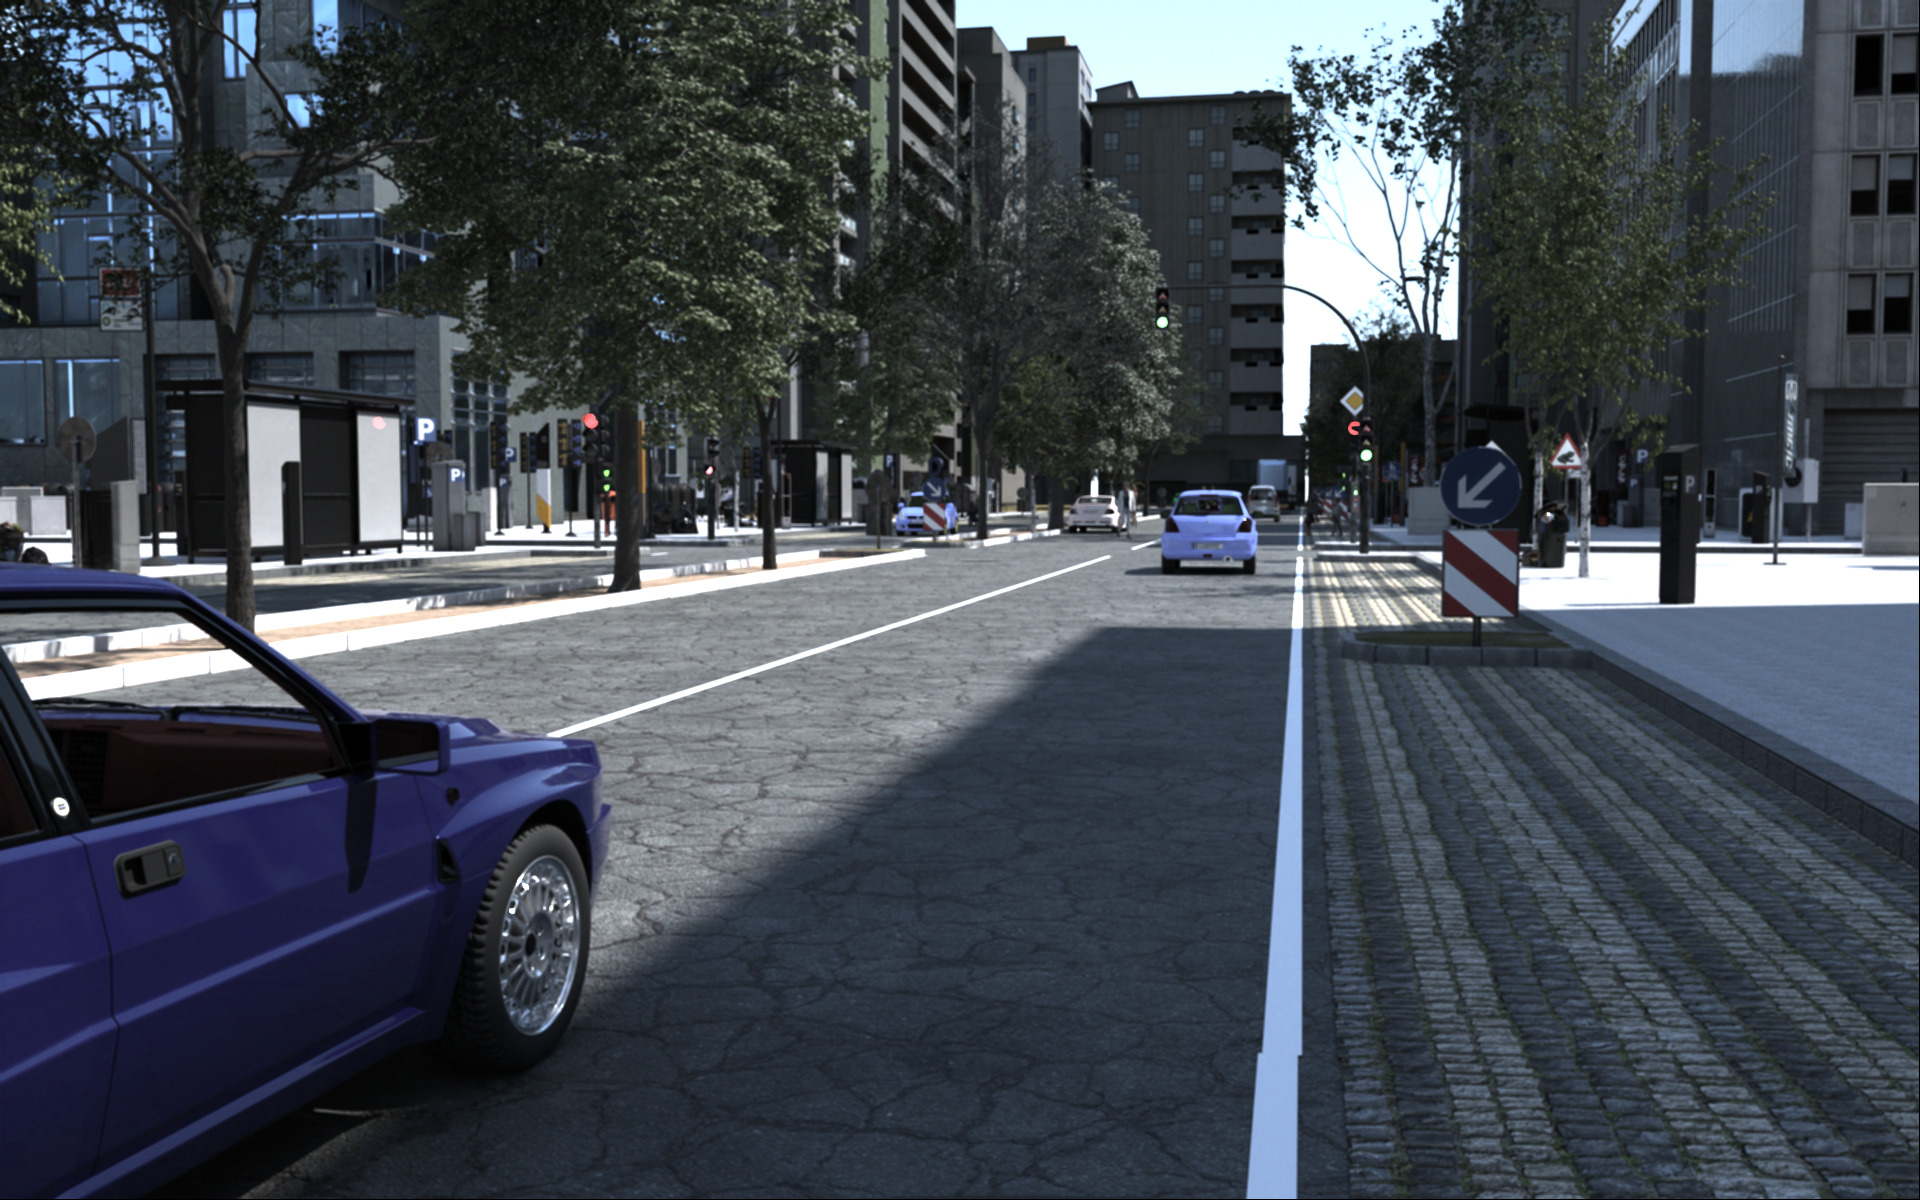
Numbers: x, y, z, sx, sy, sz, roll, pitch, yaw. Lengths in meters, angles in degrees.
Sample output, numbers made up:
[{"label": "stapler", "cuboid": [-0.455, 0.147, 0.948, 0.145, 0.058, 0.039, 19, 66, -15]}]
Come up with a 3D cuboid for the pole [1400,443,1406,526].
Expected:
[{"label": "pole", "cuboid": [17.557, -4.576, 68.666, 0.158, 3.312, 0.155, 0, 3, 0]}]

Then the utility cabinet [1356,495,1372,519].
[{"label": "utility cabinet", "cuboid": [20.825, -4.788, 89.451, 0.306, 1.237, 1.020, -2, 4, -24]}]

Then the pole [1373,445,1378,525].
[{"label": "pole", "cuboid": [17.402, -4.811, 72.499, 0.158, 3.312, 0.155, 0, 3, 0]}]

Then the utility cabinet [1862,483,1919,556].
[{"label": "utility cabinet", "cuboid": [19.144, -1.635, 35.419, 1.173, 1.500, 0.318, 1, 4, 16]}]

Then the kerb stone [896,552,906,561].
[{"label": "kerb stone", "cuboid": [-1.386, -0.933, 37.466, 0.120, 0.150, 1.000, 1, 4, 11]}]

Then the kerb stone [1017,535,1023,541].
[{"label": "kerb stone", "cuboid": [1.707, -1.892, 53.124, 0.120, 0.150, 1.000, 1, 4, 11]}]

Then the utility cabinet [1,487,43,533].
[{"label": "utility cabinet", "cuboid": [-30.502, -2.916, 56.355, 1.173, 1.500, 0.318, -1, 4, -17]}]

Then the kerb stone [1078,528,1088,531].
[{"label": "kerb stone", "cuboid": [4.883, -2.875, 69.241, 0.120, 0.150, 1.000, 1, 4, 11]}]

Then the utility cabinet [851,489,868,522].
[{"label": "utility cabinet", "cuboid": [-4.724, -4.353, 79.857, 1.173, 1.500, 0.318, -1, 4, -9]}]

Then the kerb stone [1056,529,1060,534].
[{"label": "kerb stone", "cuboid": [3.300, -2.383, 61.190, 0.120, 0.150, 1.000, 1, 4, 11]}]

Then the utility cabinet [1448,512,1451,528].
[{"label": "utility cabinet", "cuboid": [17.827, -3.446, 65.025, 1.173, 1.500, 0.318, 2, 4, 31]}]

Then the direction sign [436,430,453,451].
[{"label": "direction sign", "cuboid": [-18.303, -4.241, 61.341, 0.876, 3.537, 0.379, 2, 4, 25]}]

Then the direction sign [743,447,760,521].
[{"label": "direction sign", "cuboid": [-10.060, -5.603, 83.604, 0.876, 3.537, 0.379, -1, 4, -22]}]

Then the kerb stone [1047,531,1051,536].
[{"label": "kerb stone", "cuboid": [2.902, -2.262, 59.184, 0.120, 0.150, 1.000, 1, 4, 11]}]

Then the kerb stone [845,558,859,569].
[{"label": "kerb stone", "cuboid": [-2.179, -0.688, 33.448, 0.120, 0.150, 1.000, 1, 4, 11]}]

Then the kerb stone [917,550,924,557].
[{"label": "kerb stone", "cuboid": [-0.981, -1.057, 39.476, 0.120, 0.150, 1.000, 1, 4, 11]}]

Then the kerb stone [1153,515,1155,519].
[{"label": "kerb stone", "cuboid": [11.060, -4.785, 100.424, 0.120, 0.150, 1.000, 1, 4, 11]}]

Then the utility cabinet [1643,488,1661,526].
[{"label": "utility cabinet", "cuboid": [27.457, -3.660, 68.522, 0.318, 1.500, 1.173, -2, 4, -26]}]

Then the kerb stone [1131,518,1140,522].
[{"label": "kerb stone", "cuboid": [9.263, -4.231, 91.379, 0.120, 0.150, 1.000, 1, 4, 11]}]

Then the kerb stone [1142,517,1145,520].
[{"label": "kerb stone", "cuboid": [9.864, -4.416, 94.395, 0.120, 0.150, 1.000, 1, 4, 11]}]

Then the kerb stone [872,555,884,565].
[{"label": "kerb stone", "cuboid": [-1.794, -0.811, 35.463, 0.120, 0.150, 1.000, 1, 4, 11]}]

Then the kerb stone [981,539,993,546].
[{"label": "kerb stone", "cuboid": [0.709, -1.583, 48.089, 0.120, 0.150, 1.000, 1, 4, 11]}]

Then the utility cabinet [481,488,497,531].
[{"label": "utility cabinet", "cuboid": [-16.127, -3.096, 59.297, 0.318, 1.500, 1.173, 0, 4, -5]}]

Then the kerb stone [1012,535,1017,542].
[{"label": "kerb stone", "cuboid": [1.504, -1.829, 52.118, 0.120, 0.150, 1.000, 1, 4, 11]}]

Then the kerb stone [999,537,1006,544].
[{"label": "kerb stone", "cuboid": [1.104, -1.707, 50.097, 0.120, 0.150, 1.000, 1, 4, 11]}]

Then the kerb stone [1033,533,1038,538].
[{"label": "kerb stone", "cuboid": [2.305, -2.074, 56.142, 0.120, 0.150, 1.000, 1, 4, 11]}]

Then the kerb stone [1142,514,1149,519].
[{"label": "kerb stone", "cuboid": [10.263, -4.539, 96.410, 0.120, 0.150, 1.000, 1, 4, 11]}]

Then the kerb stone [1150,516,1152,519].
[{"label": "kerb stone", "cuboid": [10.661, -4.656, 98.417, 0.120, 0.150, 1.000, 1, 4, 11]}]

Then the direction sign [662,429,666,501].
[{"label": "direction sign", "cuboid": [-10.347, -4.194, 60.576, 0.379, 3.537, 0.876, -1, 4, -16]}]

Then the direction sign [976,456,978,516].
[{"label": "direction sign", "cuboid": [1.001, -6.756, 102.456, 0.379, 3.537, 0.876, 0, 4, 6]}]

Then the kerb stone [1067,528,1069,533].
[{"label": "kerb stone", "cuboid": [3.907, -2.570, 64.211, 0.120, 0.150, 1.000, 1, 4, 11]}]

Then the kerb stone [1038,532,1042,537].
[{"label": "kerb stone", "cuboid": [2.500, -2.139, 57.162, 0.120, 0.150, 1.000, 1, 4, 11]}]

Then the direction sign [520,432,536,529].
[{"label": "direction sign", "cuboid": [-15.844, -4.381, 63.620, 0.876, 3.537, 0.379, 3, 4, 37]}]

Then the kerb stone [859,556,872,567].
[{"label": "kerb stone", "cuboid": [-1.988, -0.749, 34.452, 0.120, 0.150, 1.000, 1, 4, 11]}]

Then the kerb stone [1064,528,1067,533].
[{"label": "kerb stone", "cuboid": [3.703, -2.508, 63.209, 0.120, 0.150, 1.000, 1, 4, 11]}]

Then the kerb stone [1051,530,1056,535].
[{"label": "kerb stone", "cuboid": [3.111, -2.321, 60.185, 0.120, 0.150, 1.000, 1, 4, 11]}]

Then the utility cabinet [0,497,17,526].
[{"label": "utility cabinet", "cuboid": [-19.724, -1.468, 35.158, 0.306, 1.237, 1.020, 2, 4, 35]}]

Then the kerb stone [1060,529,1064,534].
[{"label": "kerb stone", "cuboid": [3.500, -2.445, 62.192, 0.120, 0.150, 1.000, 1, 4, 11]}]

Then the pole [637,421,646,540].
[{"label": "pole", "cuboid": [-8.882, -3.331, 48.313, 0.158, 3.312, 0.155, 0, 3, 0]}]

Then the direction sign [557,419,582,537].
[{"label": "direction sign", "cuboid": [-11.782, -3.690, 52.325, 0.379, 3.537, 0.876, 3, 4, 38]}]

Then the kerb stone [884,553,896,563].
[{"label": "kerb stone", "cuboid": [-1.585, -0.873, 36.463, 0.120, 0.150, 1.000, 1, 4, 11]}]

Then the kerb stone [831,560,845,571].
[{"label": "kerb stone", "cuboid": [-2.382, -0.626, 32.436, 0.120, 0.150, 1.000, 1, 4, 11]}]

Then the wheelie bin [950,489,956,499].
[{"label": "wheelie bin", "cuboid": [-0.483, -5.895, 104.290, 0.980, 1.594, 0.693, -2, 4, -31]}]

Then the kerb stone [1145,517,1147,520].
[{"label": "kerb stone", "cuboid": [10.059, -4.478, 95.408, 0.120, 0.150, 1.000, 1, 4, 11]}]

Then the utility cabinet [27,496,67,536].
[{"label": "utility cabinet", "cuboid": [-28.143, -2.583, 53.388, 0.306, 1.237, 1.020, 3, 5, 45]}]

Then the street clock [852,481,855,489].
[{"label": "street clock", "cuboid": [-5.789, -5.379, 92.509, 0.358, 2.002, 0.471, 1, 4, 17]}]

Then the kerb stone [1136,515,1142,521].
[{"label": "kerb stone", "cuboid": [9.476, -4.293, 92.379, 0.120, 0.150, 1.000, 1, 4, 11]}]

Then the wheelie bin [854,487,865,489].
[{"label": "wheelie bin", "cuboid": [-4.658, -4.492, 81.346, 0.980, 1.594, 0.693, 0, 4, 3]}]

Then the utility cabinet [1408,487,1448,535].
[{"label": "utility cabinet", "cuboid": [14.578, -2.781, 54.147, 1.173, 1.500, 0.318, -1, 4, -21]}]

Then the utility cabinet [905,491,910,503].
[{"label": "utility cabinet", "cuboid": [-3.468, -6.551, 115.793, 0.318, 1.500, 1.173, 0, 4, -8]}]

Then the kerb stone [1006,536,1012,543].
[{"label": "kerb stone", "cuboid": [1.308, -1.764, 51.115, 0.120, 0.150, 1.000, 1, 4, 11]}]

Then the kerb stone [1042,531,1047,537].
[{"label": "kerb stone", "cuboid": [2.706, -2.198, 58.164, 0.120, 0.150, 1.000, 1, 4, 11]}]

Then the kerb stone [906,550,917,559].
[{"label": "kerb stone", "cuboid": [-1.186, -0.992, 38.470, 0.120, 0.150, 1.000, 1, 4, 11]}]

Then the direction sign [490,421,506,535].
[{"label": "direction sign", "cuboid": [-14.373, -3.789, 53.948, 0.876, 3.537, 0.379, 3, 5, 45]}]

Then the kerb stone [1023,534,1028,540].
[{"label": "kerb stone", "cuboid": [1.902, -1.953, 54.128, 0.120, 0.150, 1.000, 1, 4, 11]}]

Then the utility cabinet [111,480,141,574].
[{"label": "utility cabinet", "cuboid": [-13.413, -1.170, 27.815, 0.318, 1.500, 1.173, -2, 4, -31]}]

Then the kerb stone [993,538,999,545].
[{"label": "kerb stone", "cuboid": [0.903, -1.645, 49.094, 0.120, 0.150, 1.000, 1, 4, 11]}]

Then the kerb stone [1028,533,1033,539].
[{"label": "kerb stone", "cuboid": [2.107, -2.015, 55.139, 0.120, 0.150, 1.000, 1, 4, 11]}]

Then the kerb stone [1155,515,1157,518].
[{"label": "kerb stone", "cuboid": [11.263, -4.844, 101.429, 0.120, 0.150, 1.000, 1, 4, 11]}]
